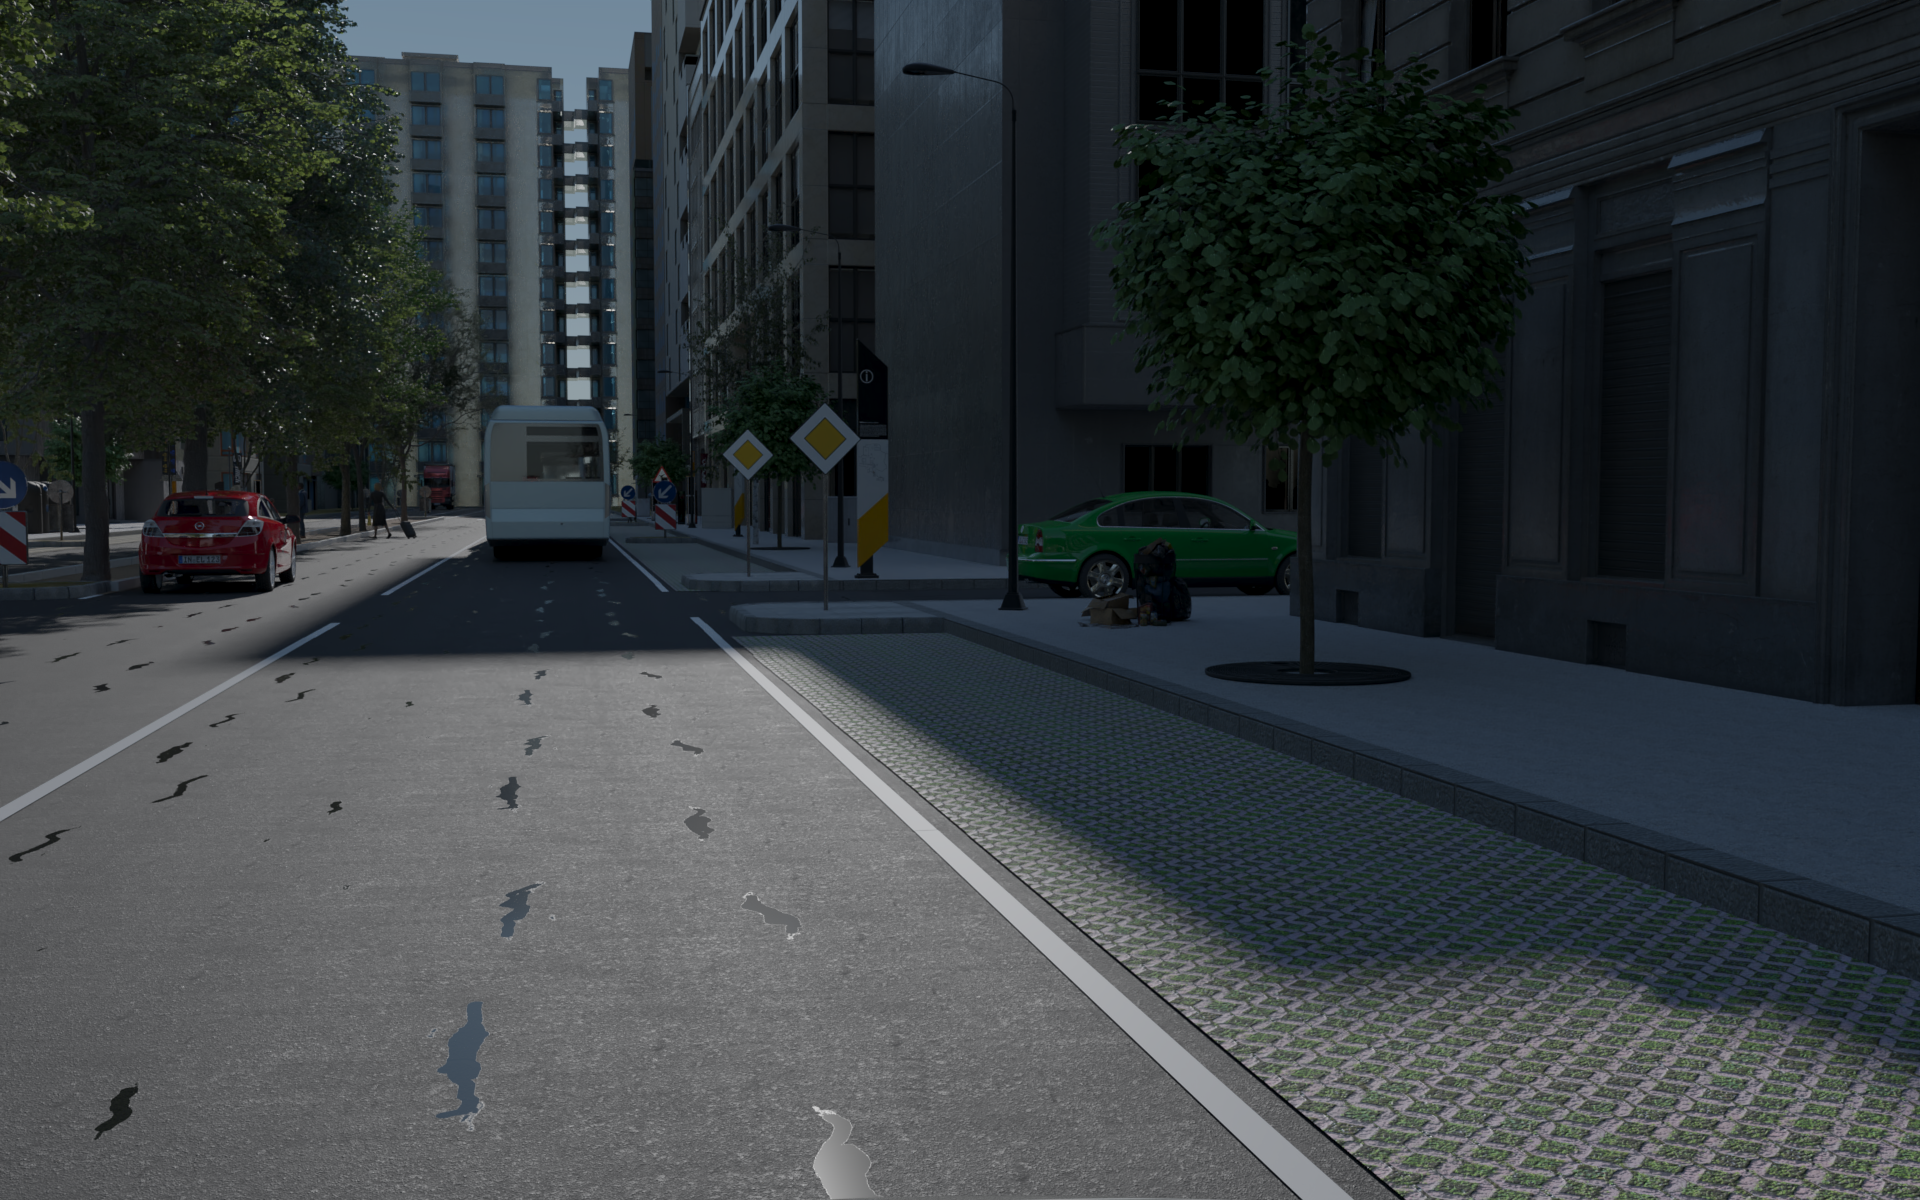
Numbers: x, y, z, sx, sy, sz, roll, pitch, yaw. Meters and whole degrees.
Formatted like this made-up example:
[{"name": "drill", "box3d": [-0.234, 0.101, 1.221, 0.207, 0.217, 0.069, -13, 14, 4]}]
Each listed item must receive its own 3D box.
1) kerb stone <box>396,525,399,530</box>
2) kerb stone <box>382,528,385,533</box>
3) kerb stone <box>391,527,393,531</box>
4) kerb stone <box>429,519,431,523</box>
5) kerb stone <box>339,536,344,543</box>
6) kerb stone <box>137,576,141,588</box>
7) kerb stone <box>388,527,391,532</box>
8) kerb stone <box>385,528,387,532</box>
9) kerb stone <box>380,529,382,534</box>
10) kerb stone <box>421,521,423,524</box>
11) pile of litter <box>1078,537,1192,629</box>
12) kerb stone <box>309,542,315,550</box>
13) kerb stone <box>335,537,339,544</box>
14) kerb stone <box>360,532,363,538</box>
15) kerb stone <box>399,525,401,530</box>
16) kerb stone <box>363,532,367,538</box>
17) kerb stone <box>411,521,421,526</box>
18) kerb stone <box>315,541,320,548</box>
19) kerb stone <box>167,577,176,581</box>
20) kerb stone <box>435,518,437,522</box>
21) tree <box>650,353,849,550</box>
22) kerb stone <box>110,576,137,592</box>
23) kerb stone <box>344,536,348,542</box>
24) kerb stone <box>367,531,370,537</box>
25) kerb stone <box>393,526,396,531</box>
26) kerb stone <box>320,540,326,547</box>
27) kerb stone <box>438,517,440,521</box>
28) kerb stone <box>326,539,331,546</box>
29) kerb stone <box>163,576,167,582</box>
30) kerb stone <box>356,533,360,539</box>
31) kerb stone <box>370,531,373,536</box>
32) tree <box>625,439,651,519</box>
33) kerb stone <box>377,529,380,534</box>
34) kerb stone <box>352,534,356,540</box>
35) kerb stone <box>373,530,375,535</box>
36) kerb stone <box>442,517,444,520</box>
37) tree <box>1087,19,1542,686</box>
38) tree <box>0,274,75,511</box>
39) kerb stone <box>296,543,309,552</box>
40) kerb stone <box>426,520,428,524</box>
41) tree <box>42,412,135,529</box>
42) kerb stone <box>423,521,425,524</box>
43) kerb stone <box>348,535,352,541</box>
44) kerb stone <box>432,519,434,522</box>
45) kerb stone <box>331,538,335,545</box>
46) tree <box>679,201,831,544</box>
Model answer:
[{"name": "kerb stone", "box3d": [-22.197, -2.791, 67.828, 0.120, 0.150, 1.000, -1, 4, -13]}, {"name": "kerb stone", "box3d": [-21.052, -2.481, 62.839, 0.120, 0.150, 1.000, -1, 4, -13]}, {"name": "kerb stone", "box3d": [-21.748, -2.669, 65.833, 0.120, 0.150, 1.000, -1, 4, -13]}, {"name": "kerb stone", "box3d": [-26.134, -3.824, 84.824, 0.120, 0.150, 1.000, -1, 4, -13]}, {"name": "kerb stone", "box3d": [-18.283, -1.752, 50.835, 0.120, 0.150, 1.000, -1, 4, -13]}, {"name": "kerb stone", "box3d": [-12.735, -0.285, 26.847, 0.120, 0.150, 1.000, -1, 4, -13]}, {"name": "kerb stone", "box3d": [-21.516, -2.608, 64.830, 0.120, 0.150, 1.000, -1, 4, -13]}, {"name": "kerb stone", "box3d": [-21.294, -2.547, 63.832, 0.120, 0.150, 1.000, -1, 4, -13]}, {"name": "kerb stone", "box3d": [-20.823, -2.422, 61.835, 0.120, 0.150, 1.000, -1, 4, -13]}, {"name": "kerb stone", "box3d": [-24.984, -3.522, 79.831, 0.120, 0.150, 1.000, -1, 4, -13]}, {"name": "pile of litter", "box3d": [1.700, -0.204, 17.300, 1.176, 0.858, 1.719, 3, 5, 41]}, {"name": "kerb stone", "box3d": [-16.891, -1.382, 44.832, 0.120, 0.150, 1.000, -1, 4, -13]}, {"name": "kerb stone", "box3d": [-18.059, -1.691, 49.838, 0.120, 0.150, 1.000, -1, 4, -13]}, {"name": "kerb stone", "box3d": [-19.436, -2.058, 55.839, 0.120, 0.150, 1.000, -1, 4, -13]}, {"name": "kerb stone", "box3d": [-22.438, -2.852, 68.829, 0.120, 0.150, 1.000, -1, 4, -13]}, {"name": "kerb stone", "box3d": [-19.660, -2.118, 56.837, 0.120, 0.150, 1.000, -1, 4, -13]}, {"name": "kerb stone", "box3d": [-24.753, -3.464, 78.835, 0.120, 0.150, 1.000, -1, 4, -13]}, {"name": "kerb stone", "box3d": [-17.122, -1.445, 45.828, 0.120, 0.150, 1.000, -1, 4, -13]}, {"name": "kerb stone", "box3d": [-13.201, -0.406, 28.840, 0.120, 0.150, 1.000, -1, 4, -13]}, {"name": "kerb stone", "box3d": [-27.064, -4.074, 88.826, 0.120, 0.150, 1.000, -1, 4, -13]}, {"name": "tree", "box3d": [-4.141, -3.452, 40.154, 4.285, 4.588, 4.351, 0, 3, 0]}, {"name": "kerb stone", "box3d": [-12.503, -0.223, 25.852, 0.120, 0.150, 1.000, -1, 4, -13]}, {"name": "kerb stone", "box3d": [-18.512, -1.814, 51.848, 0.120, 0.150, 1.000, -1, 4, -13]}, {"name": "kerb stone", "box3d": [-19.899, -2.180, 57.833, 0.120, 0.150, 1.000, -1, 4, -13]}, {"name": "kerb stone", "box3d": [-21.979, -2.730, 66.829, 0.120, 0.150, 1.000, -1, 4, -13]}, {"name": "kerb stone", "box3d": [-17.353, -1.495, 46.833, 0.120, 0.150, 1.000, -1, 4, -13]}, {"name": "kerb stone", "box3d": [-27.523, -4.197, 90.821, 0.120, 0.150, 1.000, -1, 4, -13]}, {"name": "kerb stone", "box3d": [-17.583, -1.568, 47.837, 0.120, 0.150, 1.000, -1, 4, -13]}, {"name": "kerb stone", "box3d": [-12.966, -0.346, 27.846, 0.120, 0.150, 1.000, -1, 4, -13]}, {"name": "kerb stone", "box3d": [-19.207, -1.997, 54.843, 0.120, 0.150, 1.000, -1, 4, -13]}, {"name": "kerb stone", "box3d": [-20.127, -2.240, 58.833, 0.120, 0.150, 1.000, -1, 4, -13]}, {"name": "tree", "box3d": [-15.597, -6.494, 89.897, 4.285, 4.588, 4.351, 0, 3, 0]}, {"name": "kerb stone", "box3d": [-20.586, -2.363, 60.832, 0.120, 0.150, 1.000, -1, 4, -13]}, {"name": "kerb stone", "box3d": [-18.973, -1.930, 53.842, 0.120, 0.150, 1.000, -1, 4, -13]}, {"name": "kerb stone", "box3d": [-20.360, -2.296, 59.832, 0.120, 0.150, 1.000, -1, 4, -13]}, {"name": "kerb stone", "box3d": [-28.212, -4.381, 93.822, 0.120, 0.150, 1.000, -1, 4, -13]}, {"name": "tree", "box3d": [2.515, -1.742, 12.198, 4.285, 4.588, 4.351, 0, 3, 0]}, {"name": "tree", "box3d": [-28.966, -6.282, 53.075, 4.737, 8.622, 4.395, 0, 3, 0]}, {"name": "kerb stone", "box3d": [-16.660, -1.320, 43.823, 0.120, 0.150, 1.000, -1, 4, -13]}, {"name": "kerb stone", "box3d": [-25.668, -3.708, 82.824, 0.120, 0.150, 1.000, -1, 4, -13]}, {"name": "tree", "box3d": [-32.001, -4.885, 63.583, 4.285, 4.588, 4.351, 0, 3, 0]}, {"name": "kerb stone", "box3d": [-25.208, -3.586, 80.829, 0.120, 0.150, 1.000, -1, 4, -13]}, {"name": "kerb stone", "box3d": [-18.742, -1.871, 52.846, 0.120, 0.150, 1.000, -1, 4, -13]}, {"name": "kerb stone", "box3d": [-26.596, -3.952, 86.816, 0.120, 0.150, 1.000, -1, 4, -13]}, {"name": "kerb stone", "box3d": [-17.819, -1.626, 48.838, 0.120, 0.150, 1.000, -1, 4, -13]}, {"name": "tree", "box3d": [-5.258, -5.741, 44.233, 4.360, 8.622, 3.978, 0, 3, 0]}]
